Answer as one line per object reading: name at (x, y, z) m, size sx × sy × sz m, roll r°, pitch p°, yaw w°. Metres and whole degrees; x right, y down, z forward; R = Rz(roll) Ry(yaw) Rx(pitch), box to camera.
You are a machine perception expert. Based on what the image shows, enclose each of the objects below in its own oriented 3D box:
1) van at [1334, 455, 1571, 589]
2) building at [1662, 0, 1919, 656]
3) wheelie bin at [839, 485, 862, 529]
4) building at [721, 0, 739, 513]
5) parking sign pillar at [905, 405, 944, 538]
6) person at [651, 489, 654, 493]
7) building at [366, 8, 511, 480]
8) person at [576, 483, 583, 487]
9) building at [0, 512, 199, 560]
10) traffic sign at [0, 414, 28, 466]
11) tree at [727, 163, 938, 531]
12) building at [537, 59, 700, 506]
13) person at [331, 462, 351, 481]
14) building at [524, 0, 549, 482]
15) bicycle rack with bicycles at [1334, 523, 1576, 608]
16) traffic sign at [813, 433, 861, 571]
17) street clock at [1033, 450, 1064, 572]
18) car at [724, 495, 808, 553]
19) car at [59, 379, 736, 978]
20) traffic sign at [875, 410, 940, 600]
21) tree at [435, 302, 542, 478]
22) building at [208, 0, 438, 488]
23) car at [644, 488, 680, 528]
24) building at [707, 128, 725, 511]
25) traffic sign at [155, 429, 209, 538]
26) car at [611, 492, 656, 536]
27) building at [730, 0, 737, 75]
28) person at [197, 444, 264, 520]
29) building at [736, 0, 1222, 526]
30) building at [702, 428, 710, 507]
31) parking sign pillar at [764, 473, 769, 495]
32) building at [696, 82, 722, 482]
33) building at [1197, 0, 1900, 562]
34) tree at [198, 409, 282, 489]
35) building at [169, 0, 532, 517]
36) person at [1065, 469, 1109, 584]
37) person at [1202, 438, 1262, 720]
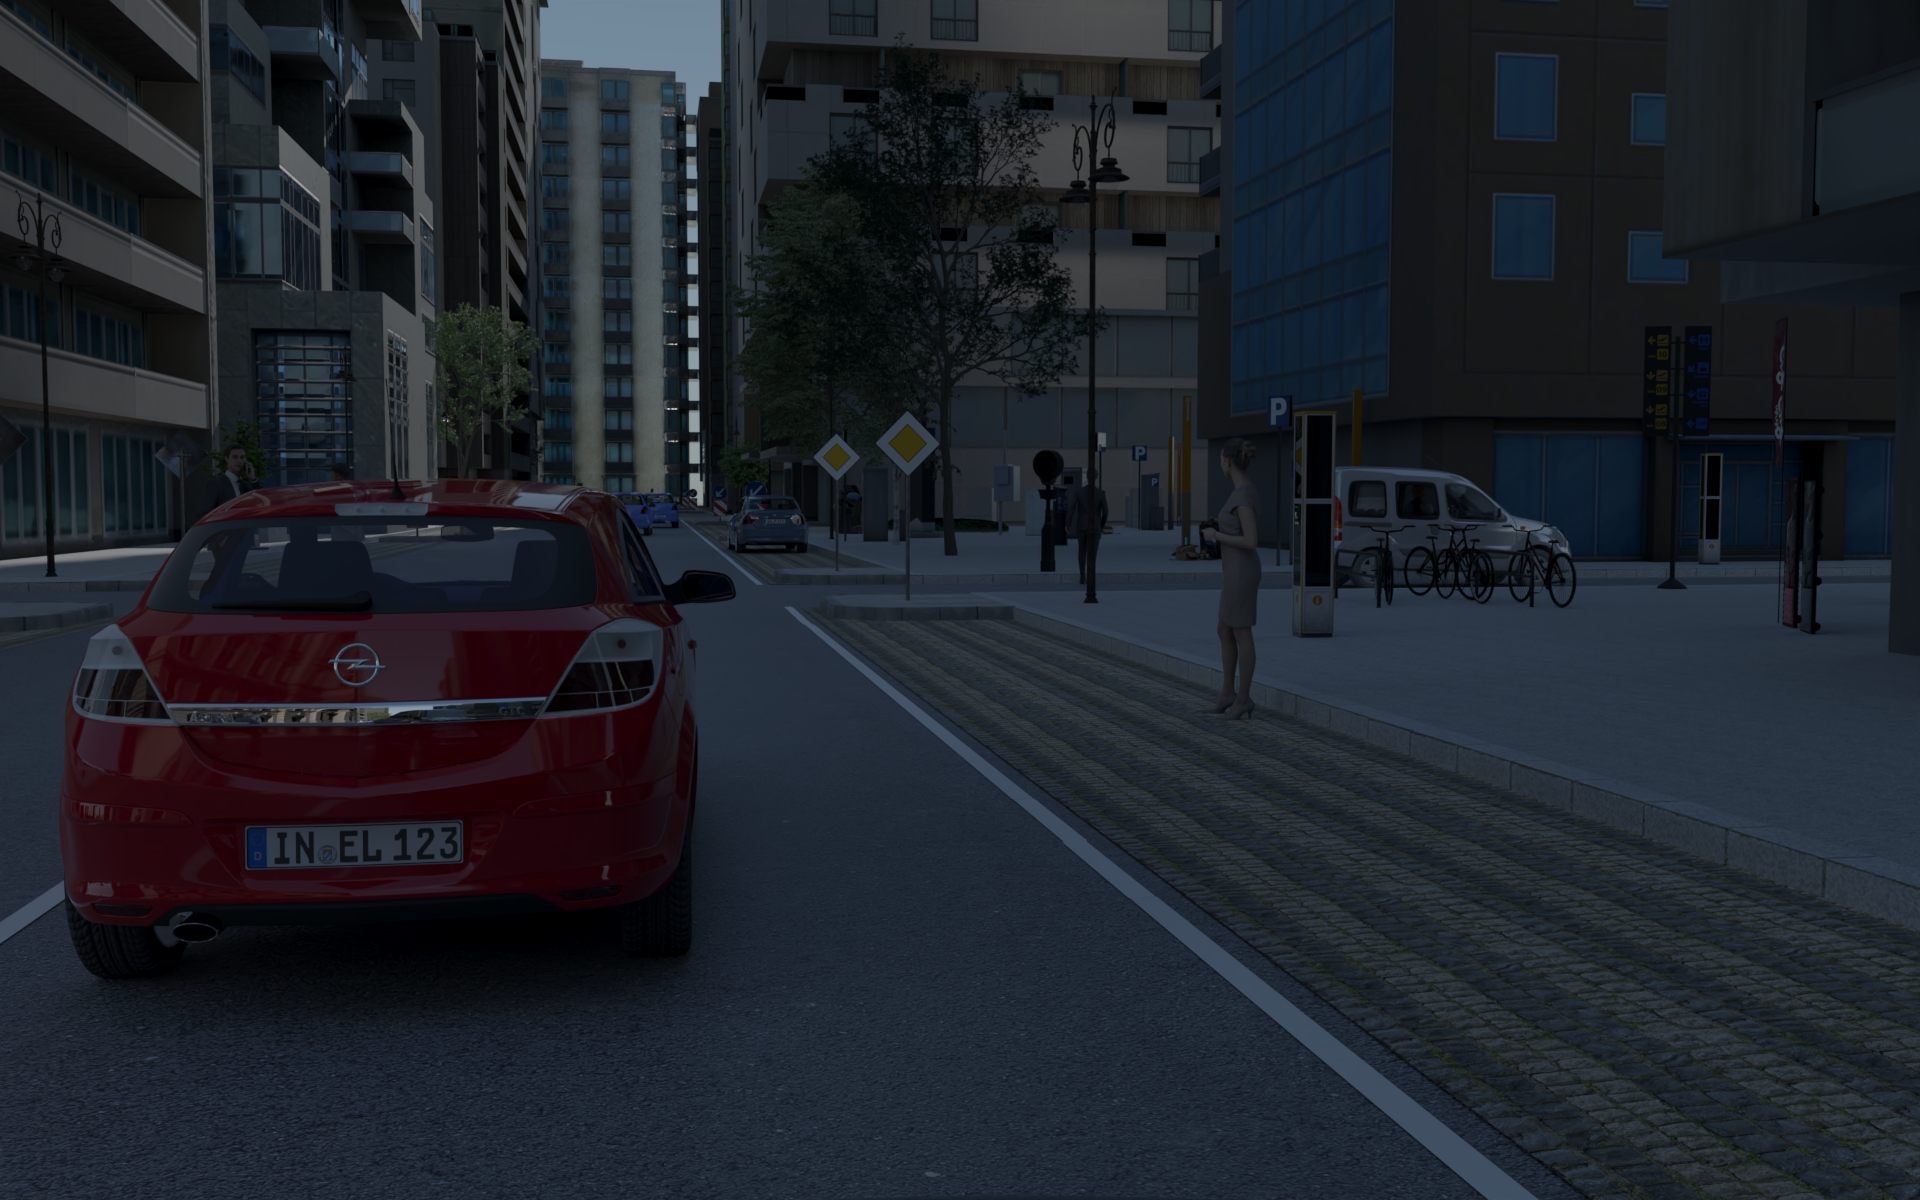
van at (7.316, -1.204, 26.694) m, size 4.112 × 2.044 × 2.013 m, roll -1°, pitch 4°, yaw -10°
building at (11.692, -19.808, 7.456) m, size 14.154 × 41.232 × 14.086 m, roll -1°, pitch 4°, yaw -10°
wheelie bin at (-3.630, -3.021, 57.302) m, size 0.980 × 1.594 × 0.693 m, roll 3°, pitch 5°, yaw 44°
building at (-10.366, -27.098, 126.641) m, size 14.154 × 41.232 × 14.086 m, roll -1°, pitch 4°, yaw -10°
parking sign pillar at (-1.185, -3.825, 51.008) m, size 1.447 × 3.967 × 1.447 m, roll -2°, pitch 4°, yaw -25°
person at (-21.288, -6.799, 119.687) m, size 0.705 × 1.821 × 1.348 m, roll -2°, pitch 4°, yaw -27°
building at (-35.627, -20.480, 106.548) m, size 14.160 × 30.474 × 14.107 m, roll -1°, pitch 4°, yaw -10°
person at (-12.078, -2.830, 55.014) m, size 0.529 × 1.795 × 0.600 m, roll 0°, pitch 4°, yaw 5°
building at (-28.595, -25.045, 33.186) m, size 21.300 × 48.544 × 21.600 m, roll -1°, pitch 4°, yaw -10°
traffic sign at (-10.670, -0.943, 19.057) m, size 0.795 × 2.450 × 0.064 m, roll -1°, pitch 4°, yaw -10°
tree at (-4.694, -8.667, 59.837) m, size 7.486 × 12.596 × 7.792 m, roll 0°, pitch 3°, yaw 0°
building at (-44.796, -35.109, 193.641) m, size 30.456 × 49.044 × 23.786 m, roll -1°, pitch 4°, yaw -10°
person at (-7.271, -0.713, 20.342) m, size 0.466 × 1.800 × 0.511 m, roll 0°, pitch 4°, yaw 2°
building at (-51.996, -34.759, 157.548) m, size 27.495 × 52.752 × 28.713 m, roll -1°, pitch 4°, yaw -10°
bicycle rack with bicycles at (5.679, -0.442, 20.614) m, size 2.852 × 0.926 × 2.925 m, roll 0°, pitch 4°, yaw -2°
traffic sign at (-2.042, -1.532, 28.691) m, size 0.795 × 2.450 × 0.064 m, roll -1°, pitch 4°, yaw -10°
street clock at (1.454, -1.468, 28.578) m, size 0.471 × 2.002 × 0.358 m, roll 2°, pitch 4°, yaw 31°
car at (-4.817, -1.904, 43.139) m, size 2.014 × 1.417 × 4.499 m, roll -1°, pitch 4°, yaw -11°
car at (-1.939, 0.142, 6.716) m, size 2.155 × 1.783 × 4.494 m, roll -1°, pitch 4°, yaw -9°
traffic sign at (-0.632, -1.051, 20.831) m, size 0.795 × 2.450 × 0.064 m, roll -1°, pitch 4°, yaw -10°
tree at (-26.561, -10.198, 92.497) m, size 9.928 × 11.665 × 9.643 m, roll 0°, pitch 3°, yaw 0°
building at (-32.087, -46.086, 66.184) m, size 22.319 × 86.520 × 31.000 m, roll -1°, pitch 4°, yaw -10°
car at (-12.925, -3.943, 74.064) m, size 1.945 × 1.707 × 3.694 m, roll -1°, pitch 4°, yaw -12°
building at (-13.480, -22.583, 140.929) m, size 14.160 × 30.474 × 14.107 m, roll -1°, pitch 4°, yaw -10°
traffic sign at (-12.080, -1.424, 26.918) m, size 0.795 × 2.450 × 0.064 m, roll -1°, pitch 4°, yaw -10°
car at (-11.689, -3.135, 60.841) m, size 1.945 × 1.707 × 3.694 m, roll -1°, pitch 4°, yaw -8°
building at (-7.494, -28.234, 111.744) m, size 14.600 × 45.320 × 14.200 m, roll -1°, pitch 4°, yaw -10°
person at (-6.765, -0.510, 16.203) m, size 0.474 × 1.900 × 0.648 m, roll 0°, pitch 4°, yaw 5°
building at (3.617, -30.095, 81.295) m, size 28.713 × 52.752 × 27.495 m, roll -1°, pitch 4°, yaw -10°
building at (-12.811, -52.003, 162.918) m, size 22.319 × 86.520 × 31.000 m, roll -1°, pitch 4°, yaw -10°
parking sign pillar at (-11.486, -6.954, 102.166) m, size 1.447 × 3.967 × 1.447 m, roll -1°, pitch 4°, yaw -14°
building at (-21.798, -33.179, 192.582) m, size 14.200 × 45.320 × 14.600 m, roll -1°, pitch 4°, yaw -10°
building at (14.319, -23.736, 38.203) m, size 14.200 × 45.320 × 14.600 m, roll -1°, pitch 4°, yaw -10°
tree at (-16.510, -2.768, 39.854) m, size 1.663 × 3.219 × 1.824 m, roll 0°, pitch 3°, yaw 0°
building at (-42.471, -30.554, 123.258) m, size 21.300 × 48.544 × 21.600 m, roll -1°, pitch 4°, yaw -10°
person at (2.024, -1.167, 27.357) m, size 0.659 × 1.850 × 0.755 m, roll 1°, pitch 4°, yaw 10°
person at (1.712, -0.128, 10.932) m, size 0.374 × 1.781 × 0.599 m, roll 0°, pitch 4°, yaw 7°
